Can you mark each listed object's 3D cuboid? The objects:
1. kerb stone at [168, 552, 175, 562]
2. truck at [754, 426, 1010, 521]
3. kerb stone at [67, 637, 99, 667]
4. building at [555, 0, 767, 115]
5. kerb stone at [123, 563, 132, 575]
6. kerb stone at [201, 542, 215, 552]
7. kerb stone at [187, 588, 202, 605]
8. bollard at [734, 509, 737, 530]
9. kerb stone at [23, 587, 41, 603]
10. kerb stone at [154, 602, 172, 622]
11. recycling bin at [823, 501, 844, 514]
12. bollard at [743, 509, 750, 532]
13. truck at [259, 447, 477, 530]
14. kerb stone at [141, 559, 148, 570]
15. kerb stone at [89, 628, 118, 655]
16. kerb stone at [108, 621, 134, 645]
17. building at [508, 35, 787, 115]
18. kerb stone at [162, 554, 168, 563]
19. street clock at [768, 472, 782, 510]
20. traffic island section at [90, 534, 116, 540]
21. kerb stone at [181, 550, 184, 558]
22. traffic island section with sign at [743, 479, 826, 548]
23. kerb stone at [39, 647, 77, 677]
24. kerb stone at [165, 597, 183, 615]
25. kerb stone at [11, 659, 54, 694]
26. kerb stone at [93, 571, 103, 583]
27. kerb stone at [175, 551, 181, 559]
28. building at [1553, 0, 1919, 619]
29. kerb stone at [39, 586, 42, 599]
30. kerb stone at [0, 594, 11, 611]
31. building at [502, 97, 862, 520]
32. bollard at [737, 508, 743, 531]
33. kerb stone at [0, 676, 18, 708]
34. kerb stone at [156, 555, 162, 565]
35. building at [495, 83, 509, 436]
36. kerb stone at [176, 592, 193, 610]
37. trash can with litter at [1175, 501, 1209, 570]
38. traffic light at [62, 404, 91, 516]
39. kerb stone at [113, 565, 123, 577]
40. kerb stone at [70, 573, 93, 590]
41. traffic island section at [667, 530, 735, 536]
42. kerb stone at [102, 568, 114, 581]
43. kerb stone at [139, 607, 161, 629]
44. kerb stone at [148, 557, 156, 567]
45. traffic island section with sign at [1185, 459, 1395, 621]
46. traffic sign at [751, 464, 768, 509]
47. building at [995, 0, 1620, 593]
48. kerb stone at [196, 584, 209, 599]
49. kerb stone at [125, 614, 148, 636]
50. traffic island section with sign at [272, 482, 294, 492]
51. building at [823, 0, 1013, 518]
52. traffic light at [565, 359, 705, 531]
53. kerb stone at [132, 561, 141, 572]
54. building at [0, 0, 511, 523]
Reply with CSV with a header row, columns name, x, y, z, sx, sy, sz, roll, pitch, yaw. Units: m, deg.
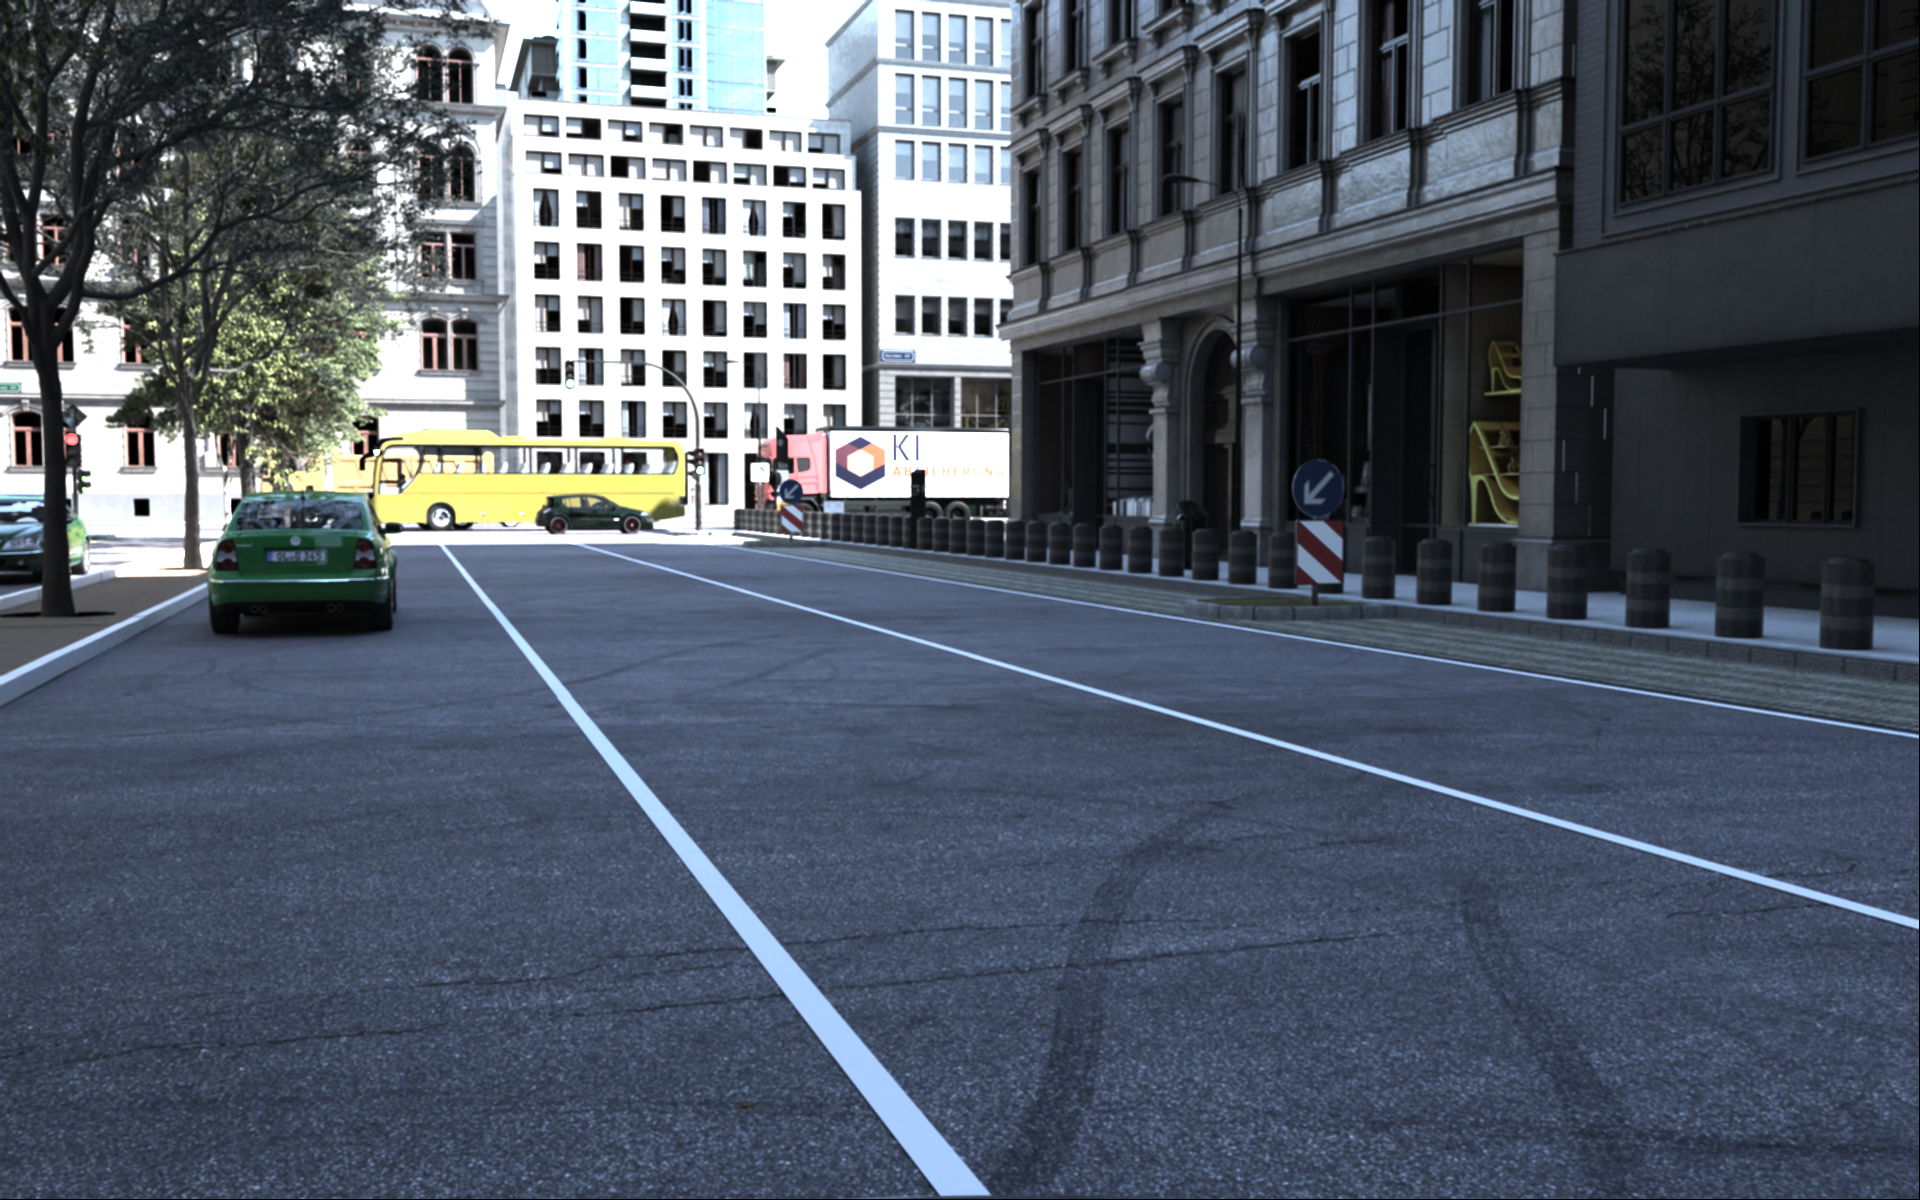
name,x,y,z,sx,sy,sz,roll,pitch,yaw
kerb stone,-16.777,-0.882,36.608,0.120,0.150,1.000,-1,4,-18
truck,-3.601,-5.144,73.013,11.283,4.237,2.839,-1,4,-19
kerb stone,-7.517,0.454,14.774,0.120,0.150,1.000,-1,4,-18
building,-30.950,-52.498,171.006,22.319,86.520,31.000,-1,4,-18
kerb stone,-14.888,-0.523,30.740,0.120,0.150,1.000,-1,4,-18
kerb stone,-19.305,-1.356,44.433,0.120,0.150,1.000,-1,4,-18
kerb stone,-10.041,-0.024,22.587,0.120,0.150,1.000,-1,4,-18
bollard,-7.822,-2.859,61.461,0.404,0.777,0.398,0,3,0
kerb stone,-12.362,-0.044,22.917,0.120,0.150,1.000,-1,4,-18
kerb stone,-9.100,0.157,19.660,0.120,0.150,1.000,-1,4,-18
recycling bin,-4.528,-3.031,62.111,0.722,1.027,0.722,0,4,-5
bollard,-7.087,-2.719,59.172,0.404,0.777,0.398,0,3,0
truck,-23.957,-4.532,70.019,9.791,3.379,3.469,-1,4,-17
kerb stone,-15.507,-0.642,32.700,0.120,0.150,1.000,-1,4,-18
kerb stone,-7.830,0.394,15.750,0.120,0.150,1.000,-1,4,-18
kerb stone,-8.147,0.334,16.730,0.120,0.150,1.000,-1,4,-18
building,-36.538,-37.445,201.469,28.713,52.752,27.495,-1,4,-18
kerb stone,-16.467,-0.821,35.623,0.120,0.150,1.000,-1,4,-18
street clock,-6.004,-3.163,56.278,0.358,2.002,0.471,-3,4,-36
traffic island section,-27.664,-1.951,54.184,2.009,0.180,2.903,-1,4,-18
kerb stone,-17.408,-1.001,38.566,0.120,0.150,1.000,-1,4,-18
traffic island section with sign,-4.846,-2.350,47.049,1.989,1.847,2.006,-1,4,-18
kerb stone,-7.211,0.514,13.795,0.120,0.150,1.000,-1,4,-18
kerb stone,-9.410,0.095,20.637,0.120,0.150,1.000,-1,4,-18
kerb stone,-6.890,0.574,12.815,0.120,0.150,1.000,-1,4,-18
kerb stone,-13.941,-0.343,27.801,0.120,0.150,1.000,-1,4,-18
kerb stone,-17.101,-0.941,37.588,0.120,0.150,1.000,-1,4,-18
building,17.143,-13.341,11.625,14.314,27.812,24.014,-1,4,-18
kerb stone,-12.671,-0.104,23.902,0.120,0.150,1.000,-1,4,-18
kerb stone,-12.041,0.016,21.944,0.120,0.150,1.000,-1,4,-18
building,-14.541,-14.355,89.458,16.860,20.320,10.420,-1,4,-18
bollard,-7.455,-2.789,60.316,0.404,0.777,0.398,0,3,0
kerb stone,-6.570,0.634,11.831,0.120,0.150,1.000,-1,4,-18
kerb stone,-16.141,-0.761,34.651,0.120,0.150,1.000,-1,4,-18
building,-77.618,-42.780,241.446,28.212,58.520,21.231,-1,4,-18
kerb stone,-9.724,0.036,21.613,0.120,0.150,1.000,-1,4,-18
trash can with litter,4.057,-1.097,29.327,0.624,1.170,1.055,-1,4,-18
traffic light,-27.623,-3.984,54.062,0.839,4.253,0.868,-1,4,-18
kerb stone,-14.568,-0.463,29.766,0.120,0.150,1.000,-1,4,-18
kerb stone,-13.621,-0.283,26.827,0.120,0.150,1.000,-1,4,-18
traffic island section,-9.064,-2.317,60.163,2.009,0.180,2.903,-1,4,-18
kerb stone,-14.248,-0.403,28.788,0.120,0.150,1.000,-1,4,-18
kerb stone,-8.784,0.215,18.685,0.120,0.150,1.000,-1,4,-18
kerb stone,-15.827,-0.702,33.675,0.120,0.150,1.000,-1,4,-18
traffic island section with sign,3.749,-0.723,20.447,1.989,1.847,2.006,-1,4,-18
traffic sign,-6.736,-3.436,58.300,0.606,2.300,0.079,-1,4,-18
building,5.776,-11.688,42.001,10.553,20.767,40.483,-1,4,-18
kerb stone,-10.359,-0.084,23.562,0.120,0.150,1.000,-1,4,-18
kerb stone,-8.468,0.284,17.704,0.120,0.150,1.000,-1,4,-18
traffic island section with sign,-22.026,-2.943,56.246,2.006,1.907,1.989,-1,4,-18
building,8.269,-19.539,96.957,29.804,29.767,11.434,-1,4,-18
traffic light,-11.069,-5.174,59.259,4.771,5.953,1.251,-1,4,-18
kerb stone,-15.191,-0.579,31.719,0.120,0.150,1.000,-1,4,-18
building,-34.517,-18.222,85.320,23.554,28.519,14.401,-1,4,-18
